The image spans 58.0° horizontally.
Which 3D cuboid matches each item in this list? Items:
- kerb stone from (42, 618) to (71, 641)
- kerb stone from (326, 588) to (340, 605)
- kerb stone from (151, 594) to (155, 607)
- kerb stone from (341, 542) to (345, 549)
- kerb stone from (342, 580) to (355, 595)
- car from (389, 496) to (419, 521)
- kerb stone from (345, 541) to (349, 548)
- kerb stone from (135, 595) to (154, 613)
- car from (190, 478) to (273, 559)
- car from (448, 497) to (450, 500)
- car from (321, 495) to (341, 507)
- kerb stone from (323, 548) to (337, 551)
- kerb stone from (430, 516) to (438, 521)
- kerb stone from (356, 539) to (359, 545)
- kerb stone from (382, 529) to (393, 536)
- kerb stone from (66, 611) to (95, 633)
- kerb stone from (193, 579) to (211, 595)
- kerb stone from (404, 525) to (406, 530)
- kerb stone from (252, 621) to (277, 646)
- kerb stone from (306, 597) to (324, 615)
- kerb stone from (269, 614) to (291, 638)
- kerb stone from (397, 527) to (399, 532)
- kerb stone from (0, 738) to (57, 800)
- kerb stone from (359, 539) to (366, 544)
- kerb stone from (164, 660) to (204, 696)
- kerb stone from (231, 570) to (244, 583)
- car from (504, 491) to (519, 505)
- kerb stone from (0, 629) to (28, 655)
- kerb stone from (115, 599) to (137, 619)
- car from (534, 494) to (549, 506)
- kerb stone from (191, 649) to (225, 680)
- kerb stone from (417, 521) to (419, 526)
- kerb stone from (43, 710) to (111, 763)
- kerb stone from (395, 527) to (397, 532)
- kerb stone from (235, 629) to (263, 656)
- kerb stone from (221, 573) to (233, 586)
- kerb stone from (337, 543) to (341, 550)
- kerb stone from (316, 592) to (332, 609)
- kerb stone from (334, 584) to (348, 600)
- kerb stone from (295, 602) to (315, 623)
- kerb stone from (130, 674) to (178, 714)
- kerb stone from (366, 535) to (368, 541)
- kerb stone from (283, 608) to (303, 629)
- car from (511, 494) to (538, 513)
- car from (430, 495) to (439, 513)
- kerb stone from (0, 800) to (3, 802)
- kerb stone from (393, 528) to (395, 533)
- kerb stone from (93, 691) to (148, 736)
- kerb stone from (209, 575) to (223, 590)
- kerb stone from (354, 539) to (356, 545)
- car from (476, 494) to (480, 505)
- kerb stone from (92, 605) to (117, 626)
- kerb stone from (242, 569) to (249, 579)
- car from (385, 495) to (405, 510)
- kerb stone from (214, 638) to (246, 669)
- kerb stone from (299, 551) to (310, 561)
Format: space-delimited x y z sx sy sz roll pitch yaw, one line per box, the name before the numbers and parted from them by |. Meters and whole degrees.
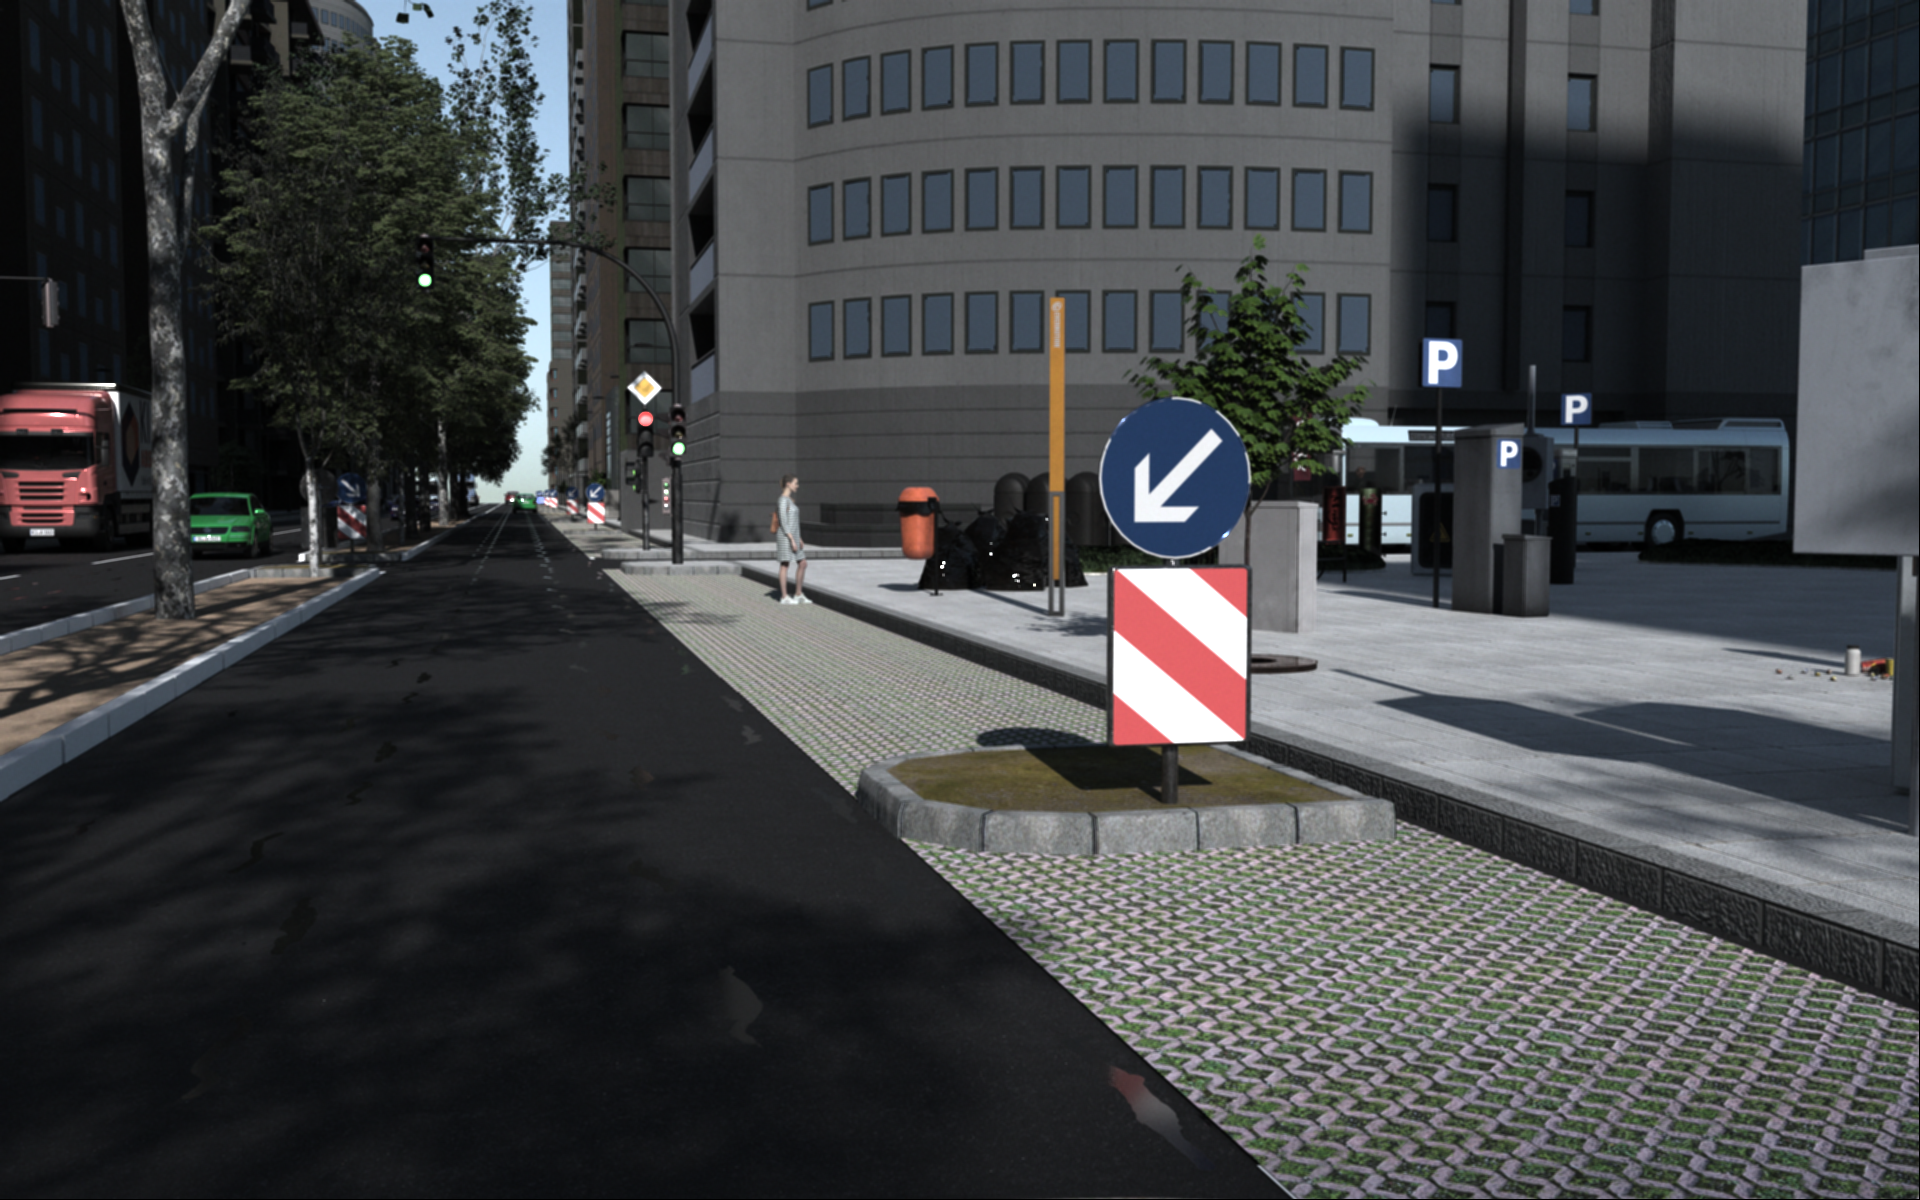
kerb stone | -9.003 0.315 17.108 0.120 0.150 1.000 -1 4 -14
kerb stone | -8.232 -0.023 22.594 0.120 0.150 1.000 -1 4 -14
kerb stone | -10.265 0.008 22.083 0.120 0.150 1.000 -1 4 -14
kerb stone | -15.964 -1.358 44.463 0.120 0.150 1.000 -1 4 -14
kerb stone | -8.736 -0.146 24.584 0.120 0.150 1.000 -1 4 -14
car | -30.119 -5.014 94.558 1.945 1.354 3.894 -1 4 -13
kerb stone | -16.217 -1.422 45.456 0.120 0.150 1.000 -1 4 -14
kerb stone | -10.015 0.073 21.085 0.120 0.150 1.000 -1 4 -14
car | -16.736 -1.865 39.282 1.959 1.807 4.718 -1 4 -15
car | -70.973 -13.757 237.287 2.083 1.381 4.827 -1 4 -15
car | -46.555 -7.229 127.786 1.945 1.707 3.694 -1 4 -15
kerb stone | -15.462 -1.237 42.481 0.120 0.150 1.000 -1 4 -14
kerb stone | -28.875 -4.458 95.130 0.120 0.150 1.000 -1 4 -14
kerb stone | -16.976 -1.603 48.427 0.120 0.150 1.000 -1 4 -14
kerb stone | -20.268 -2.393 61.352 0.120 0.150 1.000 -1 4 -14
kerb stone | -9.251 0.251 18.099 0.120 0.150 1.000 -1 4 -14
kerb stone | -11.025 -0.174 25.064 0.120 0.150 1.000 -1 4 -14
kerb stone | -22.039 -2.821 68.321 0.120 0.150 1.000 -1 4 -14
kerb stone | -6.715 0.340 16.632 0.120 0.150 1.000 -1 4 -14
kerb stone | -7.722 0.097 20.604 0.120 0.150 1.000 -1 4 -14
kerb stone | -6.963 0.280 17.633 0.120 0.150 1.000 -1 4 -14
kerb stone | -21.025 -2.576 64.334 0.120 0.150 1.000 -1 4 -14
kerb stone | -4.694 0.832 8.678 0.120 0.150 1.000 -1 4 -14
kerb stone | -17.481 -1.723 50.417 0.120 0.150 1.000 -1 4 -14
kerb stone | -5.699 0.583 12.656 0.120 0.150 1.000 -1 4 -14
kerb stone | -11.782 -0.357 28.040 0.120 0.150 1.000 -1 4 -14
car | -59.503 -13.568 230.507 2.281 1.827 5.304 -1 4 -14
kerb stone | -8.744 0.372 16.106 0.120 0.150 1.000 -1 4 -14
kerb stone | -9.748 0.129 20.090 0.120 0.150 1.000 -1 4 -14
car | -51.288 -12.413 212.545 1.945 1.707 3.694 -1 4 -14
kerb stone | -5.957 0.523 13.646 0.120 0.150 1.000 -1 4 -14
kerb stone | -25.585 -3.670 82.226 0.120 0.150 1.000 -1 4 -14
kerb stone | -4.940 0.766 9.676 0.120 0.150 1.000 -1 4 -14
kerb stone | -20.772 -2.506 63.341 0.120 0.150 1.000 -1 4 -14
kerb stone | -6.458 0.401 15.638 0.120 0.150 1.000 -1 4 -14
kerb stone | -11.537 -0.297 27.044 0.120 0.150 1.000 -1 4 -14
kerb stone | -15.711 -1.301 43.473 0.120 0.150 1.000 -1 4 -14
kerb stone | -7.978 0.037 21.594 0.120 0.150 1.000 -1 4 -14
kerb stone | -8.481 -0.085 23.586 0.120 0.150 1.000 -1 4 -14
kerb stone | -7.459 0.158 19.616 0.120 0.150 1.000 -1 4 -14
kerb stone | -5.446 0.644 11.663 0.120 0.150 1.000 -1 4 -14
kerb stone | -17.737 -1.781 51.413 0.120 0.150 1.000 -1 4 -14
kerb stone | -7.215 0.218 18.623 0.120 0.150 1.000 -1 4 -14
car | -32.822 -7.446 130.545 1.959 1.807 4.718 -1 4 -15
car | -40.724 -7.371 133.102 1.945 1.354 3.894 -1 4 -14
kerb stone | -4.435 0.887 7.687 0.120 0.150 1.000 -1 4 -14
kerb stone | -20.519 -2.455 62.344 0.120 0.150 1.000 -1 4 -14
kerb stone | -5.190 0.705 10.668 0.120 0.150 1.000 -1 4 -14
kerb stone | -11.276 -0.236 26.055 0.120 0.150 1.000 -1 4 -14
kerb stone | -16.725 -1.544 47.436 0.120 0.150 1.000 -1 4 -14
car | -65.215 -13.600 231.407 2.155 1.783 4.494 -1 4 -16
kerb stone | -9.501 0.189 19.098 0.120 0.150 1.000 -1 4 -14
kerb stone | -12.037 -0.416 29.031 0.120 0.150 1.000 -1 4 -14
car | -51.827 -8.995 159.429 2.083 1.381 4.827 -1 4 -13
kerb stone | -6.200 0.462 14.639 0.120 0.150 1.000 -1 4 -14
kerb stone | -14.197 -0.935 37.516 0.120 0.150 1.000 -1 4 -14
